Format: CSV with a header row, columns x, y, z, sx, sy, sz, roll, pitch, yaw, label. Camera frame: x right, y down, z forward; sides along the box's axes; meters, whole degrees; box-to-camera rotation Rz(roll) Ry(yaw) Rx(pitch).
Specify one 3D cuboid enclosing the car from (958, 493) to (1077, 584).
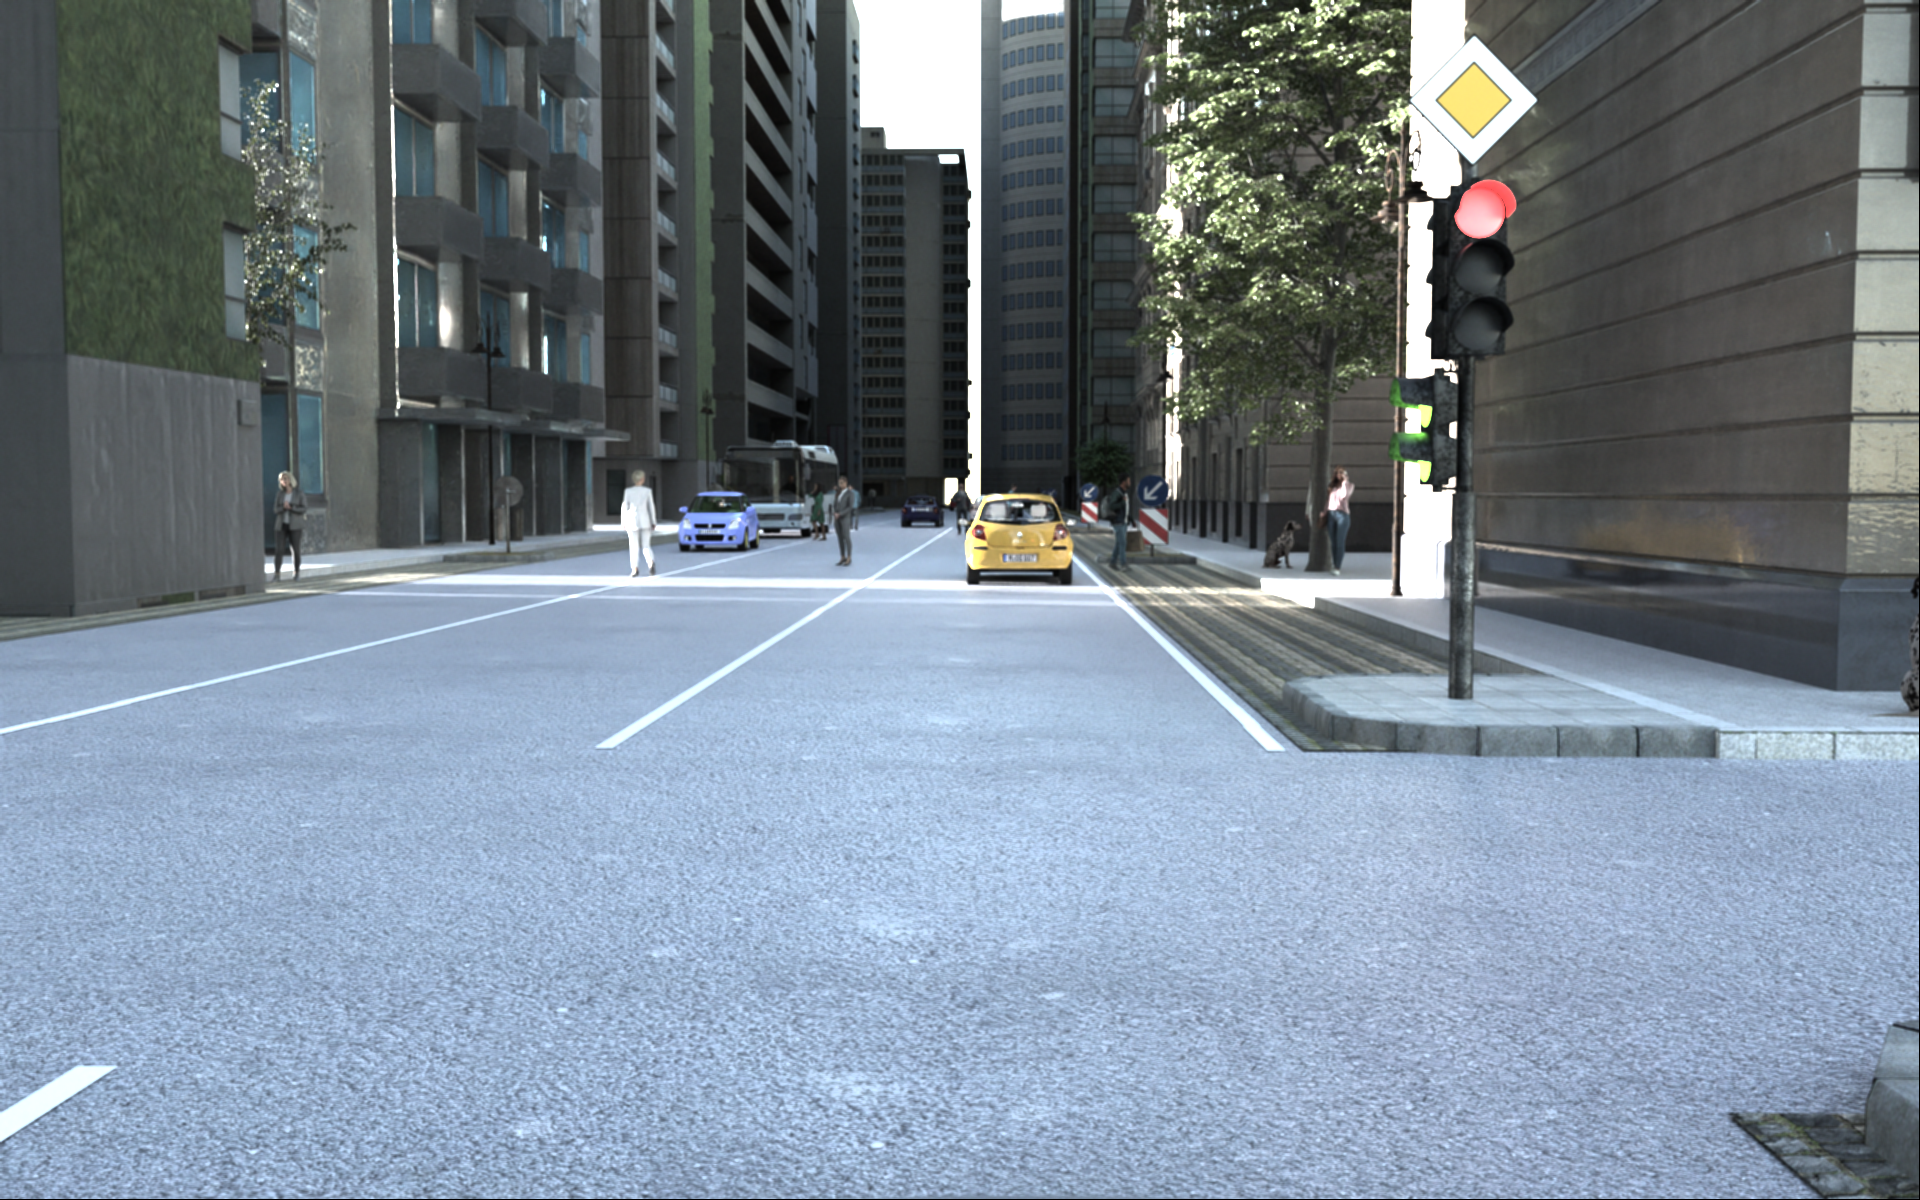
x,y,z,sx,sy,sz,roll,pitch,yaw,label
0.963,-1.142,28.890,2.015,1.641,3.980,0,4,1,car

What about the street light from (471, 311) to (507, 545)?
x,y,z,sx,sy,sz,roll,pitch,yaw,label
-11.895,-4.346,43.845,0.468,5.910,1.993,0,4,2,street light

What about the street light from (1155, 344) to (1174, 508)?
x,y,z,sx,sy,sz,roll,pitch,yaw,label
6.320,-4.945,53.640,0.468,5.910,1.993,0,4,2,street light

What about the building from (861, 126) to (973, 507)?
x,y,z,sx,sy,sz,roll,pitch,yaw,label
-10.753,-30.195,185.566,23.993,40.220,32.217,0,4,2,building

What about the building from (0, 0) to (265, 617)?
x,y,z,sx,sy,sz,roll,pitch,yaw,label
-17.281,-20.406,17.237,14.154,41.232,14.086,0,4,2,building

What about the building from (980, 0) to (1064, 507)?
x,y,z,sx,sy,sz,roll,pitch,yaw,label
16.127,-38.985,179.402,28.212,58.520,21.231,0,4,2,building

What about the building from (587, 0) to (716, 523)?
x,y,z,sx,sy,sz,roll,pitch,yaw,label
-19.229,-24.107,77.738,14.154,41.232,14.086,0,4,2,building

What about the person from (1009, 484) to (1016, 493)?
x,y,z,sx,sy,sz,roll,pitch,yaw,label
2.101,-3.789,70.317,0.748,1.841,0.638,3,5,39,person

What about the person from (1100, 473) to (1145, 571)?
x,y,z,sx,sy,sz,roll,pitch,yaw,label
3.003,-1.429,31.851,0.713,1.824,0.794,3,5,44,person

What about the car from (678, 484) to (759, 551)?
x,y,z,sx,sy,sz,roll,pitch,yaw,label
-6.168,-2.133,44.471,1.945,1.707,3.694,0,3,0,car

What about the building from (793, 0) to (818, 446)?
x,y,z,sx,sy,sz,roll,pitch,yaw,label
-24.545,-32.535,121.181,28.713,52.752,27.495,0,4,2,building

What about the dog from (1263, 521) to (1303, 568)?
x,y,z,sx,sy,sz,roll,pitch,yaw,label
5.497,-0.965,30.151,0.513,0.831,0.800,-3,4,-36,dog

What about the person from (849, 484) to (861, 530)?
x,y,z,sx,sy,sz,roll,pitch,yaw,label
-4.296,-3.723,69.229,0.638,1.841,0.748,0,4,-3,person

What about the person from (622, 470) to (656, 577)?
x,y,z,sx,sy,sz,roll,pitch,yaw,label
-5.458,-1.297,29.589,0.514,1.842,0.818,-2,4,-30,person

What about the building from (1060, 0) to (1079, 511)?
x,y,z,sx,sy,sz,roll,pitch,yaw,label
15.484,-29.951,139.805,14.600,45.320,14.200,0,4,2,building

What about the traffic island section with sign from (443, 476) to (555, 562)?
x,y,z,sx,sy,sz,roll,pitch,yaw,label
-9.758,-1.734,36.987,1.989,1.847,2.006,0,4,2,traffic island section with sign

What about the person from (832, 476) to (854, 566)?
x,y,z,sx,sy,sz,roll,pitch,yaw,label
-2.388,-1.591,34.793,0.520,1.790,0.573,1,4,21,person

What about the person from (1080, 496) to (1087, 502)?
x,y,z,sx,sy,sz,roll,pitch,yaw,label
7.791,-6.104,106.782,0.756,1.711,0.436,-1,4,-19,person

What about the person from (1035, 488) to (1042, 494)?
x,y,z,sx,sy,sz,roll,pitch,yaw,label
4.705,-5.827,103.869,1.348,1.812,0.705,0,4,1,person

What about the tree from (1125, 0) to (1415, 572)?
x,y,z,sx,sy,sz,roll,pitch,yaw,label
6.377,-6.750,28.491,7.486,12.596,7.792,0,3,0,tree

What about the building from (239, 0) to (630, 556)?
x,y,z,sx,sy,sz,roll,pitch,yaw,label
-22.898,-26.163,47.371,23.786,49.044,30.456,0,4,2,building

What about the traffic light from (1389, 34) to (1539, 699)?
x,y,z,sx,sy,sz,roll,pitch,yaw,label
3.128,-1.336,10.773,0.839,4.253,0.868,0,4,2,traffic light

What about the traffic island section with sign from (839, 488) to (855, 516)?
x,y,z,sx,sy,sz,roll,pitch,yaw,label
-7.754,-6.382,112.972,1.989,1.847,2.006,0,4,2,traffic island section with sign

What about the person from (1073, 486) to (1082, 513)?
x,y,z,sx,sy,sz,roll,pitch,yaw,label
8.192,-6.747,116.499,0.705,1.807,1.348,-3,5,-45,person

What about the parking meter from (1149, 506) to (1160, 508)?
x,y,z,sx,sy,sz,roll,pitch,yaw,label
5.711,-2.609,51.061,0.372,1.533,0.369,0,3,0,parking meter

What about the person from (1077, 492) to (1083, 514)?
x,y,z,sx,sy,sz,roll,pitch,yaw,label
7.981,-6.493,112.195,0.705,1.826,1.348,-3,4,-39,person

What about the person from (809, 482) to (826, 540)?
x,y,z,sx,sy,sz,roll,pitch,yaw,label
-4.357,-2.740,53.553,0.529,1.795,0.600,-2,4,-27,person

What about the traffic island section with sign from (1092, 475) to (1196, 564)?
x,y,z,sx,sy,sz,roll,pitch,yaw,label
3.841,-1.675,36.017,1.989,1.847,2.006,0,4,2,traffic island section with sign

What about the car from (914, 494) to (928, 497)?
x,y,z,sx,sy,sz,roll,pitch,yaw,label
-3.517,-8.960,158.503,2.014,1.417,4.499,0,4,0,car

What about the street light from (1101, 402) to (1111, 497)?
x,y,z,sx,sy,sz,roll,pitch,yaw,label
7.184,-6.893,85.488,0.468,5.910,1.993,0,4,2,street light

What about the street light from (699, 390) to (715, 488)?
x,y,z,sx,sy,sz,roll,pitch,yaw,label
-11.032,-6.294,75.692,0.468,5.910,1.993,0,4,2,street light

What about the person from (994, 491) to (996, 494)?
x,y,z,sx,sy,sz,roll,pitch,yaw,label
3.305,-9.247,160.415,1.217,1.736,0.721,-2,4,-31,person

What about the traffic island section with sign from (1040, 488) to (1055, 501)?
x,y,z,sx,sy,sz,roll,pitch,yaw,label
5.877,-6.399,113.243,1.989,1.847,2.006,0,4,2,traffic island section with sign

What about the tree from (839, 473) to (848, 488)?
x,y,z,sx,sy,sz,roll,pitch,yaw,label
-10.480,-8.936,140.708,1.663,3.219,1.824,0,3,0,tree

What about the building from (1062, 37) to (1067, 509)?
x,y,z,sx,sy,sz,roll,pitch,yaw,label
16.091,-28.773,154.035,14.154,41.232,14.086,0,4,2,building

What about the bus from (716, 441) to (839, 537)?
x,y,z,sx,sy,sz,roll,pitch,yaw,label
-6.145,-4.039,60.896,2.948,3.499,13.247,0,4,1,bus

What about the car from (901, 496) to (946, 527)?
x,y,z,sx,sy,sz,roll,pitch,yaw,label
-1.627,-3.891,76.195,1.945,1.354,3.894,0,4,2,car

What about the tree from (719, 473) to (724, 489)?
x,y,z,sx,sy,sz,roll,pitch,yaw,label
-10.996,-5.509,84.667,1.663,3.219,1.824,0,3,0,tree

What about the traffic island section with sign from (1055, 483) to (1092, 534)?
x,y,z,sx,sy,sz,roll,pitch,yaw,label
4.558,-3.323,62.962,1.989,1.847,2.006,0,4,2,traffic island section with sign

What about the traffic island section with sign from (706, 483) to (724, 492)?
x,y,z,sx,sy,sz,roll,pitch,yaw,label
-9.055,-3.383,63.933,1.989,1.847,2.006,0,4,2,traffic island section with sign

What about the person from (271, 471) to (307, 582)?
x,y,z,sx,sy,sz,roll,pitch,yaw,label
-10.881,-1.189,28.119,0.537,1.800,0.526,0,4,3,person

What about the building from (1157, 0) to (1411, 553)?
x,y,z,sx,sy,sz,roll,pitch,yaw,label
12.676,-15.407,49.173,12.463,27.353,25.104,0,4,2,building

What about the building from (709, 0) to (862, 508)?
x,y,z,sx,sy,sz,roll,pitch,yaw,label
-20.001,-32.311,151.989,21.600,48.544,21.300,0,4,2,building

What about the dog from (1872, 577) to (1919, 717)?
x,y,z,sx,sy,sz,roll,pitch,yaw,label
5.591,0.260,10.134,0.800,0.831,0.513,-1,4,-22,dog

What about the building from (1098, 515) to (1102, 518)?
x,y,z,sx,sy,sz,roll,pitch,yaw,label
14.187,-25.321,97.600,14.154,41.232,14.086,0,4,2,building

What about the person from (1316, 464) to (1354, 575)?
x,y,z,sx,sy,sz,roll,pitch,yaw,label
5.997,-1.277,27.506,0.593,1.750,0.643,3,5,40,person

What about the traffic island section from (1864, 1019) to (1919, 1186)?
x,y,z,sx,sy,sz,roll,pitch,yaw,label
2.957,1.185,2.903,2.009,0.180,2.903,0,4,2,traffic island section

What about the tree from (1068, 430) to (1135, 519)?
x,y,z,sx,sy,sz,roll,pitch,yaw,label
7.273,-6.421,88.703,4.285,4.588,4.351,0,3,0,tree

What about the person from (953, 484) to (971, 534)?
x,y,z,sx,sy,sz,roll,pitch,yaw,label
0.080,-3.234,61.545,0.661,1.801,0.590,-1,4,-11,person

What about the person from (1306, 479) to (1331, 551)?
x,y,z,sx,sy,sz,roll,pitch,yaw,label
6.349,-1.501,30.467,0.514,1.842,0.818,0,4,1,person

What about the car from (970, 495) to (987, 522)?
x,y,z,sx,sy,sz,roll,pitch,yaw,label
1.447,-4.252,81.880,2.083,1.381,4.827,0,4,3,car

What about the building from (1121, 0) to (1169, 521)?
x,y,z,sx,sy,sz,roll,pitch,yaw,label
14.436,-17.494,73.411,14.401,28.519,23.554,0,4,2,building

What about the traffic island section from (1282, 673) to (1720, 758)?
x,y,z,sx,sy,sz,roll,pitch,yaw,label
3.167,0.697,10.886,2.009,0.180,2.903,0,4,2,traffic island section

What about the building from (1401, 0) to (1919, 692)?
x,y,z,sx,sy,sz,roll,pitch,yaw,label
15.576,-14.093,16.330,20.117,28.700,13.634,0,4,2,building

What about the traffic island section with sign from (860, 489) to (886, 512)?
x,y,z,sx,sy,sz,roll,pitch,yaw,label
-7.044,-8.030,139.918,1.989,1.847,2.006,0,4,2,traffic island section with sign

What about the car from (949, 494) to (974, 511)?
x,y,z,sx,sy,sz,roll,pitch,yaw,label
0.075,-8.561,149.015,2.155,1.783,4.494,0,4,3,car

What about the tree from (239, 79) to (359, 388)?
x,y,z,sx,sy,sz,roll,pitch,yaw,label
-12.674,-4.869,29.973,4.360,8.622,3.978,0,3,0,tree

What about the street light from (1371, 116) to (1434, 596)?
x,y,z,sx,sy,sz,roll,pitch,yaw,label
5.493,-2.988,21.634,0.468,5.910,1.993,0,4,2,street light
